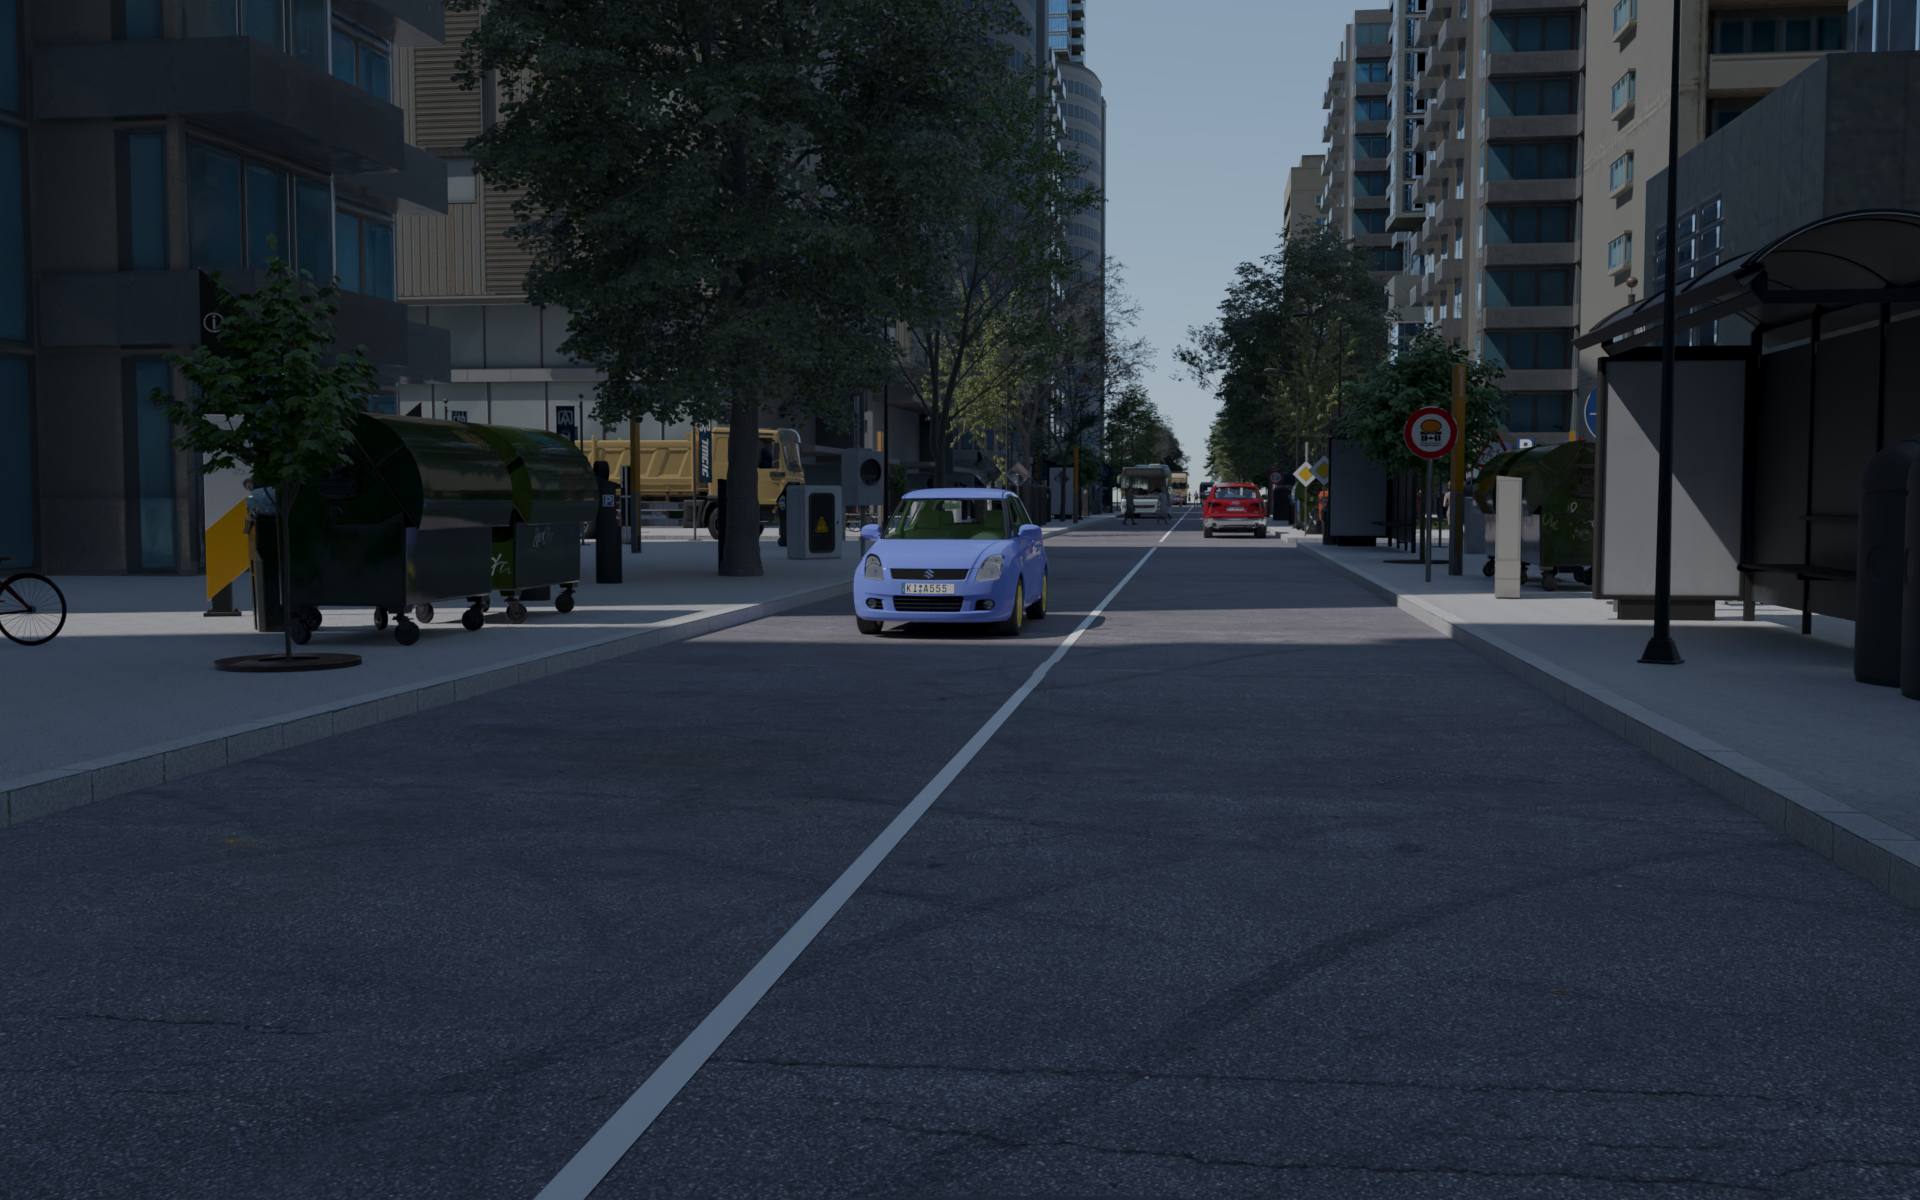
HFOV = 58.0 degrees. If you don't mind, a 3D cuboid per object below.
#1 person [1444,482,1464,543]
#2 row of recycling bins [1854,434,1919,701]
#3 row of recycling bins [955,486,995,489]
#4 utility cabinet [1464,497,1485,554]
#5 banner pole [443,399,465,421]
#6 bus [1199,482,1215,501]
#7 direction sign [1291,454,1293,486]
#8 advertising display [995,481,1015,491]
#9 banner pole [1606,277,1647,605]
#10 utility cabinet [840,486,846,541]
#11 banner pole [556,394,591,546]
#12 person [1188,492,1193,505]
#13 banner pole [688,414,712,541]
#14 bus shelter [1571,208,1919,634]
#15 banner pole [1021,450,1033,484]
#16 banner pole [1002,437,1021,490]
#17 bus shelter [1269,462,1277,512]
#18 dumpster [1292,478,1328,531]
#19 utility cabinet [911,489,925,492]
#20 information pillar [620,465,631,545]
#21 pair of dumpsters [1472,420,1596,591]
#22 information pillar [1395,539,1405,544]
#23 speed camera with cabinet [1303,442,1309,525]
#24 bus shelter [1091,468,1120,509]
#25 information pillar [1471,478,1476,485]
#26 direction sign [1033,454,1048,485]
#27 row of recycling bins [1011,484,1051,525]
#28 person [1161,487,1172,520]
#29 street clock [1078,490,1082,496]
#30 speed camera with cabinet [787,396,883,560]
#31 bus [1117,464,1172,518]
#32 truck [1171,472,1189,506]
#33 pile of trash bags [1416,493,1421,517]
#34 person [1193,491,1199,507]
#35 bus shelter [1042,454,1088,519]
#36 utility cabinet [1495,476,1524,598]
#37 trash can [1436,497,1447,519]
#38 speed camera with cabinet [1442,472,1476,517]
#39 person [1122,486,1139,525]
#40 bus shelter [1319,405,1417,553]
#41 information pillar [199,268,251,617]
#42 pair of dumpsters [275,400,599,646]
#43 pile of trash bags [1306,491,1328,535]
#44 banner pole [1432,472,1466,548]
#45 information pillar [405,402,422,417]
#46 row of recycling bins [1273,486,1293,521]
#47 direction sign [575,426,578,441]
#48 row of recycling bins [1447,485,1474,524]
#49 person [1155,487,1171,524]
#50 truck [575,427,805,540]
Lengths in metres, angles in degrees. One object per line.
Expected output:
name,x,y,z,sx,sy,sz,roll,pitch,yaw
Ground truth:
person,13.290,-2.303,46.488,0.599,1.781,0.374,1,4,17
row of recycling bins,6.319,-0.195,10.305,1.069,1.692,3.534,0,4,8
row of recycling bins,1.309,-4.957,88.163,3.534,1.692,1.069,0,4,4
utility cabinet,11.349,-1.587,37.108,1.020,1.237,0.306,0,4,0
banner pole,-13.345,-3.409,45.762,0.401,3.779,0.863,3,5,44
bus,38.446,-16.709,268.058,2.948,3.499,13.247,1,4,9
direction sign,17.524,-6.084,91.464,0.379,3.537,0.876,1,4,13
advertising display,2.236,-4.964,86.375,0.974,1.923,0.123,0,4,-7
banner pole,7.710,-1.823,19.818,0.401,3.779,0.863,0,4,6
utility cabinet,-3.710,-2.349,47.085,1.173,1.500,0.318,-1,4,-9
banner pole,-9.660,-3.253,43.197,0.863,3.779,0.401,0,4,-3
person,30.135,-13.361,227.745,1.217,1.735,0.721,-1,4,-20
banner pole,-7.101,-3.514,47.479,0.863,3.779,0.401,2,4,32
bus shelter,6.898,-1.292,15.042,2.014,3.302,5.546,1,4,8
banner pole,3.809,-6.586,97.699,0.863,3.779,0.401,-2,4,-30
banner pole,2.107,-5.225,75.438,0.401,3.779,0.863,3,4,38
bus shelter,19.029,-6.531,100.707,2.014,3.302,5.546,0,4,8
dumpster,12.356,-3.535,60.295,1.502,2.255,1.985,1,4,8
utility cabinet,-1.683,-4.380,80.296,1.173,1.500,0.318,0,4,7
information pillar,-8.458,-2.427,44.167,0.304,2.012,0.304,-3,5,-42
pair of dumpsters,8.443,-1.357,24.678,1.574,2.255,4.437,0,4,8
information pillar,11.493,-2.477,44.991,0.304,2.012,0.304,0,4,6
speed camera with cabinet,13.732,-4.365,65.697,0.660,3.252,2.038,-2,4,-27
bus shelter,10.256,-7.933,123.626,2.014,3.302,5.546,0,4,8
information pillar,23.462,-4.561,79.057,0.304,2.012,0.304,1,4,14
direction sign,4.559,-6.513,98.489,0.876,3.537,0.379,0,4,7
row of recycling bins,2.878,-3.911,71.057,1.069,1.692,3.534,1,4,15
person,11.463,-5.370,96.401,0.767,1.812,0.694,0,4,5
street clock,7.589,-6.473,110.407,0.358,2.002,0.471,1,4,9
speed camera with cabinet,-2.476,-2.456,34.493,2.038,3.252,0.660,-3,5,-42
bus,11.346,-6.721,104.751,2.948,3.499,13.247,1,4,9
truck,27.566,-14.082,219.151,2.839,4.237,11.283,0,4,8
pile of trash bags,21.311,-4.475,82.920,1.912,1.369,3.447,-1,4,-10
person,26.844,-11.541,197.069,0.709,1.838,0.599,0,4,6
bus shelter,5.478,-5.869,89.883,2.014,3.302,5.546,0,4,8
utility cabinet,6.869,-0.793,21.644,0.318,1.500,1.173,1,4,18
trash can,25.292,-4.834,90.693,0.748,1.137,0.748,0,3,0
speed camera with cabinet,27.397,-6.168,95.185,2.038,3.252,0.660,2,4,25
person,7.920,-4.396,80.479,0.767,1.812,0.694,1,4,9
bus shelter,9.463,-2.814,39.939,2.014,3.302,5.546,1,4,8
information pillar,-7.658,-1.635,18.084,0.504,3.616,0.183,-1,4,-10
pair of dumpsters,-4.933,-0.865,16.633,1.574,2.255,4.437,0,4,8
pile of trash bags,11.830,-2.758,54.846,1.912,1.369,3.447,1,4,21
banner pole,11.777,-3.154,41.586,0.863,3.779,0.401,0,4,-6
information pillar,-13.846,-3.214,43.895,0.504,3.616,0.183,-2,4,-35
row of recycling bins,16.427,-4.774,85.174,1.069,1.692,3.534,3,5,39
direction sign,-12.996,-4.010,57.557,0.379,3.537,0.876,2,4,31
row of recycling bins,22.087,-4.159,75.107,1.069,1.692,3.534,0,4,-7
person,9.699,-4.520,82.750,0.694,1.780,0.624,-1,4,-20
truck,-8.652,-3.372,51.056,9.791,3.379,3.469,0,4,7
